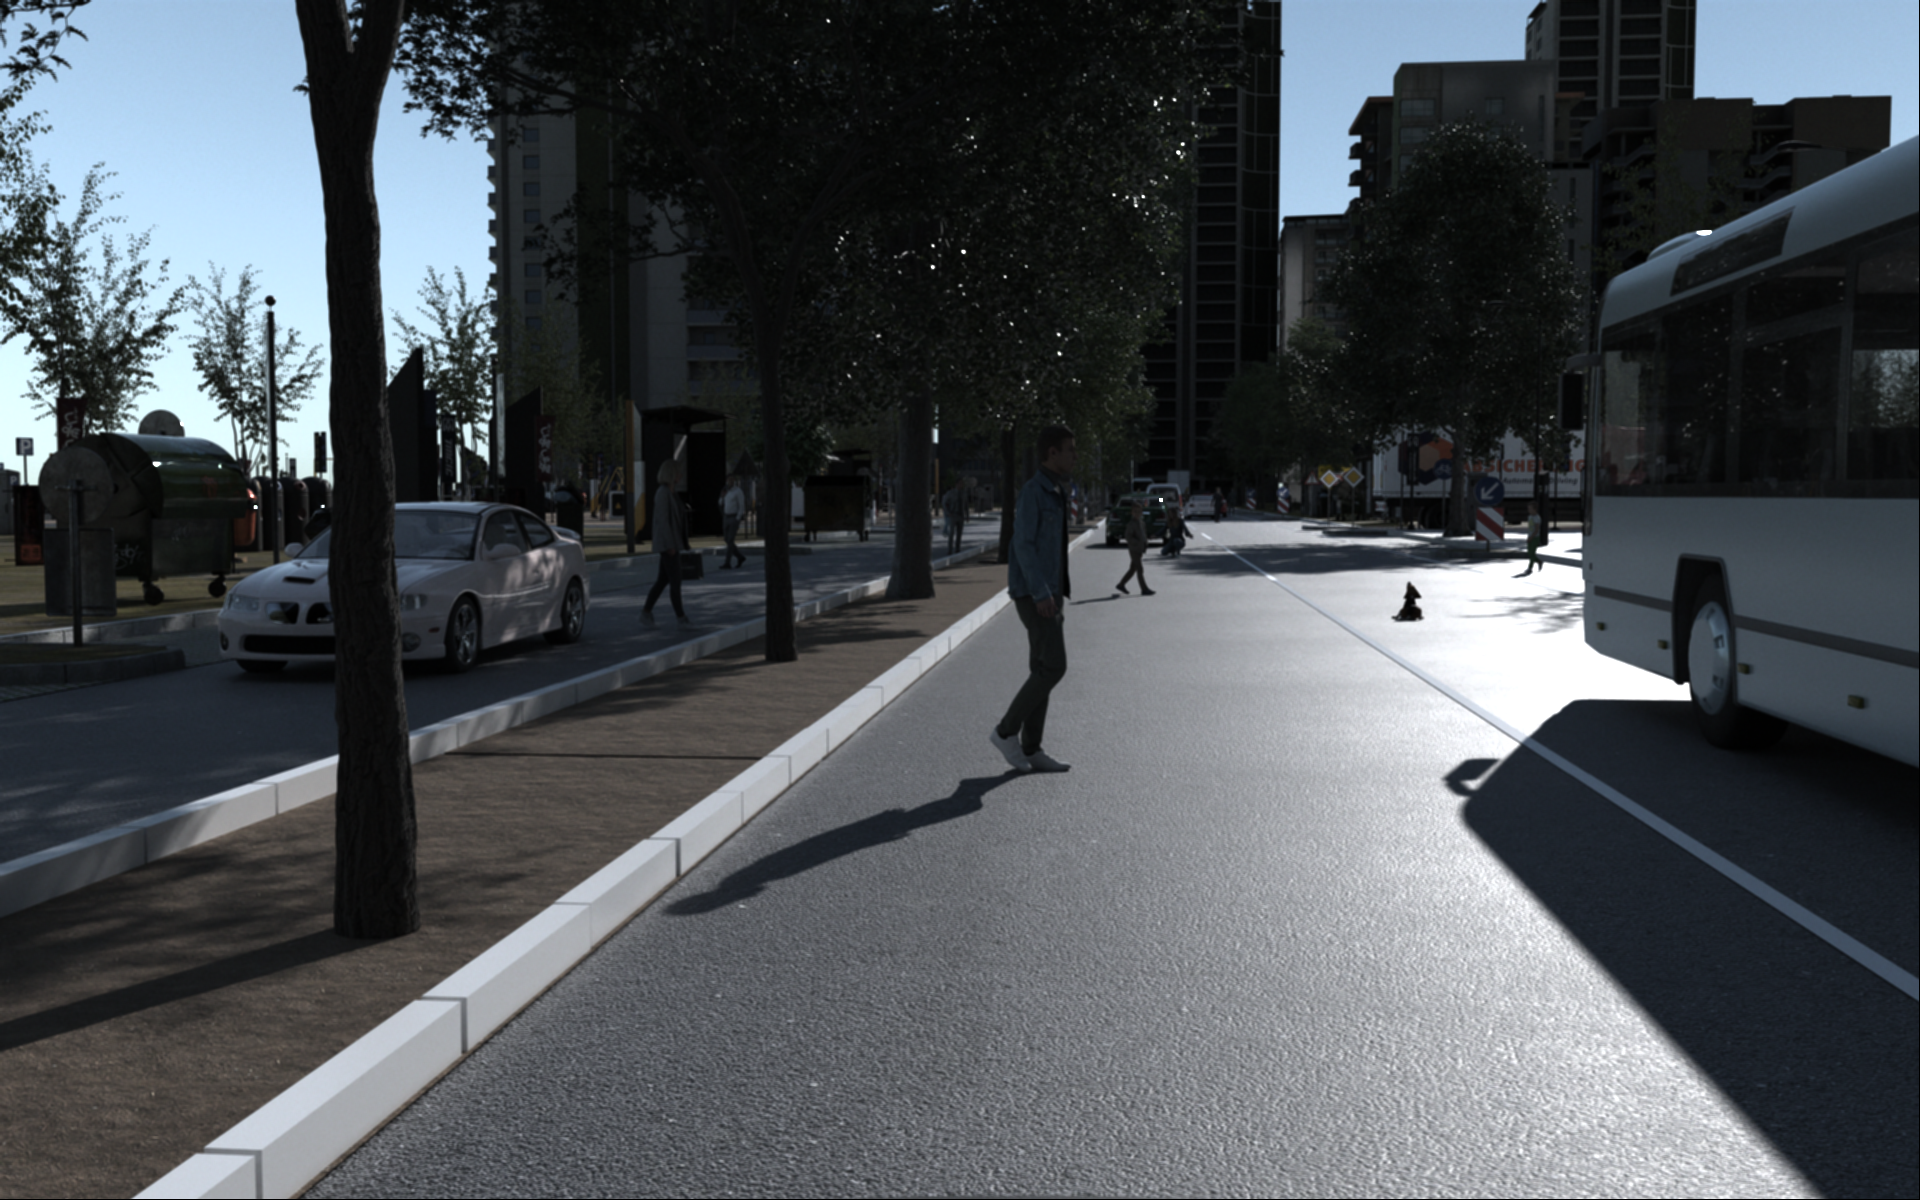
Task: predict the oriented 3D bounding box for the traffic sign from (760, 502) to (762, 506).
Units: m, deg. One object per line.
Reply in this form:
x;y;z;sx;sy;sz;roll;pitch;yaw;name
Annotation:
-8.306;-4.408;72.180;0.768;2.556;0.104;1;4;12;traffic sign

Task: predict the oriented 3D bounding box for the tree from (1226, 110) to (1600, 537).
15.003;-8.262;52.090;9.611;12.733;9.660;0;3;0;tree

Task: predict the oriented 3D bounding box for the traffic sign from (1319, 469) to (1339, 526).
14.839;-4.039;69.675;0.795;2.450;0.064;0;4;6;traffic sign

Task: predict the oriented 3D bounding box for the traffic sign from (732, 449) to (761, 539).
-6.126;-3.033;49.596;0.884;2.594;0.081;1;4;13;traffic sign

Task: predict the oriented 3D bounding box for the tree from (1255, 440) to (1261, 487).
25.389;-11.504;138.455;4.360;8.622;3.978;0;3;0;tree

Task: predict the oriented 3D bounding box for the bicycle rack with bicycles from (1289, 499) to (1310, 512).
27.459;-7.711;139.456;2.925;0.926;2.852;0;4;-4;bicycle rack with bicycles

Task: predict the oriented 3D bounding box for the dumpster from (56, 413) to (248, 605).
-9.699;-1.113;20.688;1.502;2.255;1.985;0;4;6;dumpster

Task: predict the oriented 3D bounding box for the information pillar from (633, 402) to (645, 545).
-8.146;-3.217;43.949;0.183;3.616;0.504;-2;4;-35;information pillar

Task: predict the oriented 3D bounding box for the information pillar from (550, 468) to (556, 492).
-32.684;-9.031;139.015;0.504;3.616;0.183;0;3;0;information pillar

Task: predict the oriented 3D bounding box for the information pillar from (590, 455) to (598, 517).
-20.370;-6.420;96.327;0.504;3.616;0.183;2;4;34;information pillar

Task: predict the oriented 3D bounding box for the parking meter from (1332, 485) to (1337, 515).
23.002;-6.137;106.052;0.399;1.863;0.255;3;5;40;parking meter

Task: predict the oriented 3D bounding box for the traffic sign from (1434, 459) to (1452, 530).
17.367;-3.795;62.147;0.768;2.556;0.104;0;4;7;traffic sign

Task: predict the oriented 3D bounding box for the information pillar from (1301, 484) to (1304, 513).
23.276;-6.892;117.177;0.304;2.012;0.304;3;5;42;information pillar

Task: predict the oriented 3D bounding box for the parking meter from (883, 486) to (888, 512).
-5.235;-7.141;122.459;0.255;1.863;0.399;-2;4;-34;parking meter

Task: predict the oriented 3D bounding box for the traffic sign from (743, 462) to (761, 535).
-6.538;-3.200;54.454;0.606;2.300;0.079;1;4;10;traffic sign

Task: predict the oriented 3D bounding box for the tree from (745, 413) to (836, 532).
-5.791;-4.576;58.537;4.285;4.588;4.351;0;3;0;tree

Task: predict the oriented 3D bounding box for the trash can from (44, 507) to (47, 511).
-60.846;-6.356;115.580;0.748;1.137;0.748;0;3;0;trash can

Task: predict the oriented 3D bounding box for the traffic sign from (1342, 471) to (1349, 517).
21.642;-5.895;96.483;0.768;2.556;0.104;1;4;16;traffic sign

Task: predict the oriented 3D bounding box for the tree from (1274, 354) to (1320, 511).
23.801;-12.519;130.438;9.928;11.665;9.643;0;3;0;tree

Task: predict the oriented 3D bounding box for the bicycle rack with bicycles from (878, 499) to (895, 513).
-5.514;-6.247;115.524;2.852;0.926;2.925;3;4;37;bicycle rack with bicycles

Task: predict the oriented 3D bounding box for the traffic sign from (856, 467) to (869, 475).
-4.591;-5.033;82.396;0.768;2.556;0.104;1;4;13;traffic sign

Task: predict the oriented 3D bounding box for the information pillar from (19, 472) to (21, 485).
-31.800;-3.293;58.328;0.304;2.012;0.304;-1;4;-23;information pillar

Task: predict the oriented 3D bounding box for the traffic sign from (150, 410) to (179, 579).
-12.085;-1.596;26.206;0.768;2.556;0.104;1;4;9;traffic sign

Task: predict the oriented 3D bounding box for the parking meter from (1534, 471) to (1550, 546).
14.455;-2.286;43.085;0.255;1.863;0.399;3;5;44;parking meter

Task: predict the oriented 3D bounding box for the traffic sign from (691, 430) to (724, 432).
-8.595;-3.751;55.204;2.265;3.308;0.079;1;4;10;traffic sign

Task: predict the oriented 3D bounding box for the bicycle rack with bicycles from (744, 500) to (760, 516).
-12.836;-5.304;100.101;2.925;0.926;2.852;-1;4;-15;bicycle rack with bicycles

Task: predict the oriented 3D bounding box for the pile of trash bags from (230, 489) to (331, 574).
-10.295;-1.124;28.124;3.447;1.369;1.912;0;4;-2;pile of trash bags

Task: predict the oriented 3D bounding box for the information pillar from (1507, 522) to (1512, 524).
23.908;-4.307;74.904;0.304;2.012;0.304;-1;4;-15;information pillar

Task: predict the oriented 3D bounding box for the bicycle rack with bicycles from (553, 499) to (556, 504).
-30.079;-7.055;128.724;2.925;0.926;2.852;1;4;20;bicycle rack with bicycles

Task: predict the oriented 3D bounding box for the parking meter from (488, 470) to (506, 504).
-11.133;-2.197;41.639;0.399;1.863;0.255;3;4;38;parking meter

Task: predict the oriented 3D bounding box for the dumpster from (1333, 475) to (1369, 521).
18.741;-4.929;83.085;1.502;2.255;1.985;0;4;6;dumpster

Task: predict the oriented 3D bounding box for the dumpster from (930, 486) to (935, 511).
-2.224;-5.643;94.751;1.502;2.255;1.985;0;4;6;dumpster

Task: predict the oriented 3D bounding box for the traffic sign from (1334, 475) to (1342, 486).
25.141;-7.059;115.526;0.768;2.556;0.104;0;4;7;traffic sign

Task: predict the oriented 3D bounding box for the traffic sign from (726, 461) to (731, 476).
-8.769;-3.873;63.437;0.768;2.556;0.104;1;4;11;traffic sign

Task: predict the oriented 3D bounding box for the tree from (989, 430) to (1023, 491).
4.142;-12.025;146.969;4.360;8.622;3.978;0;3;0;tree

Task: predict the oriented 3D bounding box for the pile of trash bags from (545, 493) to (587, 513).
-27.028;-6.637;118.267;3.447;1.369;1.912;1;4;18;pile of trash bags

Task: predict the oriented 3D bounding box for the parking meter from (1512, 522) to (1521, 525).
23.343;-3.925;72.592;0.372;1.533;0.369;0;3;0;parking meter

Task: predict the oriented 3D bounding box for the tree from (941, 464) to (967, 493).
-0.535;-7.110;110.851;1.663;3.219;1.824;0;3;0;tree

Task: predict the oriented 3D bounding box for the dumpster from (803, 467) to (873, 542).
-3.666;-2.872;51.912;1.985;2.255;1.502;0;4;7;dumpster

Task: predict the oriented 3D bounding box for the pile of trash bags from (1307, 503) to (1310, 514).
22.772;-6.019;108.160;1.912;1.369;3.447;0;4;5;pile of trash bags

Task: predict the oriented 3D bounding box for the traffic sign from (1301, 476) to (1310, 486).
23.802;-7.266;118.904;0.768;2.556;0.104;1;4;8;traffic sign

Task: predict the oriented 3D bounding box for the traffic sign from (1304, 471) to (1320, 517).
19.379;-5.833;95.370;0.884;2.594;0.081;1;4;12;traffic sign

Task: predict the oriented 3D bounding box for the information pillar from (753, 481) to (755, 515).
-12.941;-7.176;108.679;0.183;3.616;0.504;-1;4;-12;information pillar

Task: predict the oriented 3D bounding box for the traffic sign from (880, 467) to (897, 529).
-2.539;-3.659;63.464;0.795;2.450;0.064;0;4;6;traffic sign

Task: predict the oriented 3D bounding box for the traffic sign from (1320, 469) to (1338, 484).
19.169;-5.507;90.042;0.884;2.594;0.081;1;4;14;traffic sign

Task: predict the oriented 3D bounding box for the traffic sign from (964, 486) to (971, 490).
0.358;-7.691;125.754;0.884;2.594;0.081;1;4;15;traffic sign

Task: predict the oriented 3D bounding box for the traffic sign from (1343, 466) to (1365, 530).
14.015;-3.553;61.732;0.795;2.450;0.064;0;4;6;traffic sign

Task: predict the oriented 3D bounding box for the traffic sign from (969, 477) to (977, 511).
0.914;-7.907;129.386;0.768;2.556;0.104;0;4;7;traffic sign

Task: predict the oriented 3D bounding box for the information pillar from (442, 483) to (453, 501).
-15.365;-2.903;51.949;0.304;2.012;0.304;-1;4;-21;information pillar

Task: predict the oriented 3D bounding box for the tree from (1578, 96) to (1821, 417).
13.993;-5.038;32.732;4.737;8.622;4.395;0;3;0;tree

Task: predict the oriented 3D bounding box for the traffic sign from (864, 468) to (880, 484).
-3.887;-4.544;75.487;0.795;2.450;0.064;1;4;12;traffic sign

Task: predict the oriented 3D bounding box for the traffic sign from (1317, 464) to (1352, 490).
25.071;-7.464;115.904;2.265;3.308;0.079;1;4;9;traffic sign

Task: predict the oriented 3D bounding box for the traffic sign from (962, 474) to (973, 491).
0.421;-6.844;111.906;0.884;2.594;0.081;0;4;7;traffic sign

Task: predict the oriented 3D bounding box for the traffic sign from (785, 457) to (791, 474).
-5.729;-3.338;54.675;0.768;2.556;0.104;0;4;8;traffic sign

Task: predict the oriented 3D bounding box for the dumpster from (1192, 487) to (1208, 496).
29.566;-12.746;213.342;1.985;2.255;1.502;0;4;6;dumpster
